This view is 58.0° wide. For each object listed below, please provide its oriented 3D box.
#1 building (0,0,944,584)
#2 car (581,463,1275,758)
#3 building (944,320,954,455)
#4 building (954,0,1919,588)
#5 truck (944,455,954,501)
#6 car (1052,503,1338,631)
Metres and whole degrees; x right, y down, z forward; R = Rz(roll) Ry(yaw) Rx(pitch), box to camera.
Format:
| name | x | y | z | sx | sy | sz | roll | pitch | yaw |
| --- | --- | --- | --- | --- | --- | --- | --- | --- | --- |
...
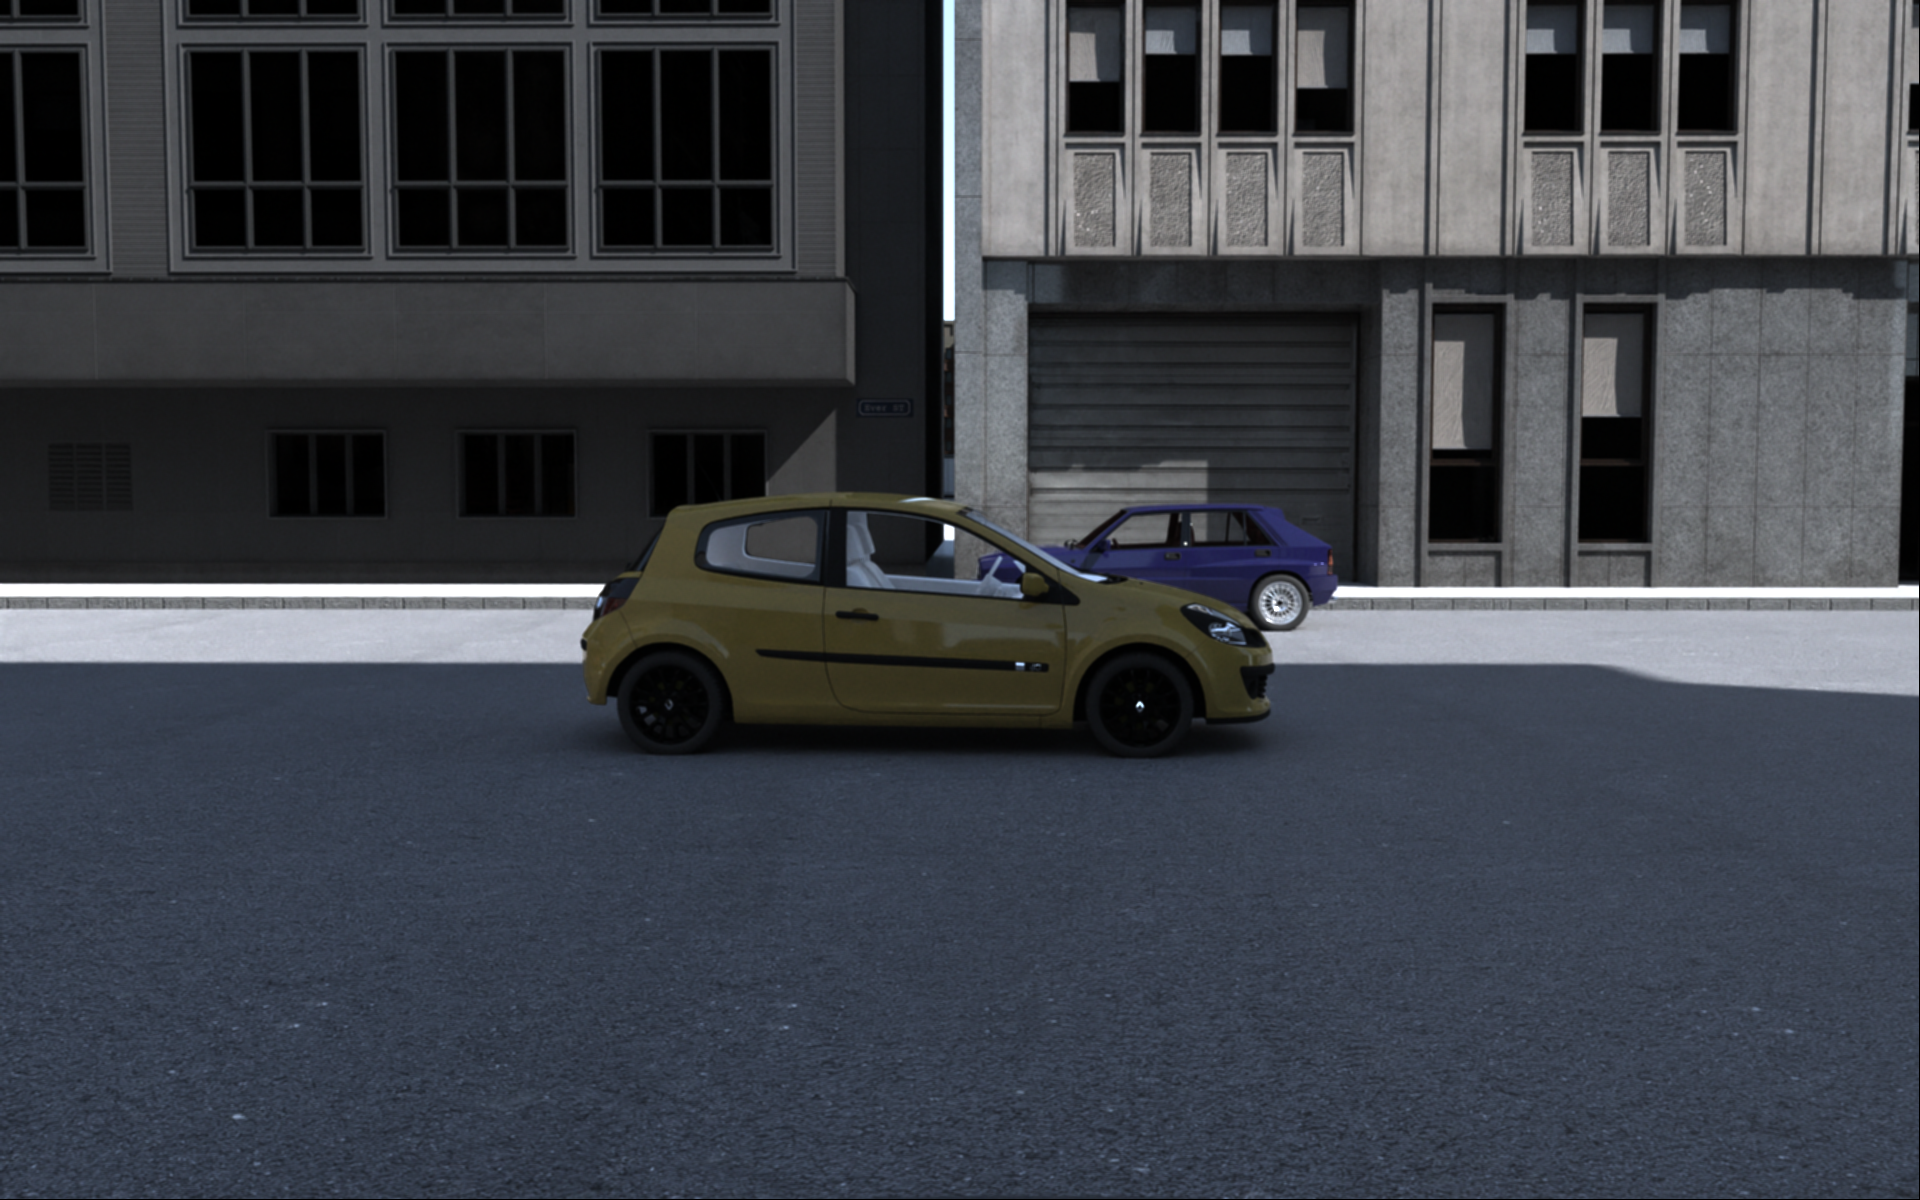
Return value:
| name | x | y | z | sx | sy | sz | roll | pitch | yaw |
| --- | --- | --- | --- | --- | --- | --- | --- | --- | --- |
| building | -12.305 | -14.423 | 29.323 | 24.014 | 27.812 | 14.314 | 0 | 4 | 1 |
| car | -0.171 | 0.001 | 10.207 | 3.980 | 1.641 | 2.015 | 0 | 4 | 3 |
| building | 3.426 | -21.539 | 197.208 | 28.899 | 21.520 | 27.650 | 0 | 4 | 1 |
| building | 9.930 | -12.880 | 28.608 | 19.932 | 24.808 | 12.078 | 0 | 4 | 1 |
| truck | -0.740 | -8.589 | 129.344 | 2.839 | 4.237 | 11.283 | 0 | 4 | 1 |
| car | 2.056 | -0.386 | 18.884 | 3.894 | 1.354 | 1.945 | 0 | 4 | 1 |
